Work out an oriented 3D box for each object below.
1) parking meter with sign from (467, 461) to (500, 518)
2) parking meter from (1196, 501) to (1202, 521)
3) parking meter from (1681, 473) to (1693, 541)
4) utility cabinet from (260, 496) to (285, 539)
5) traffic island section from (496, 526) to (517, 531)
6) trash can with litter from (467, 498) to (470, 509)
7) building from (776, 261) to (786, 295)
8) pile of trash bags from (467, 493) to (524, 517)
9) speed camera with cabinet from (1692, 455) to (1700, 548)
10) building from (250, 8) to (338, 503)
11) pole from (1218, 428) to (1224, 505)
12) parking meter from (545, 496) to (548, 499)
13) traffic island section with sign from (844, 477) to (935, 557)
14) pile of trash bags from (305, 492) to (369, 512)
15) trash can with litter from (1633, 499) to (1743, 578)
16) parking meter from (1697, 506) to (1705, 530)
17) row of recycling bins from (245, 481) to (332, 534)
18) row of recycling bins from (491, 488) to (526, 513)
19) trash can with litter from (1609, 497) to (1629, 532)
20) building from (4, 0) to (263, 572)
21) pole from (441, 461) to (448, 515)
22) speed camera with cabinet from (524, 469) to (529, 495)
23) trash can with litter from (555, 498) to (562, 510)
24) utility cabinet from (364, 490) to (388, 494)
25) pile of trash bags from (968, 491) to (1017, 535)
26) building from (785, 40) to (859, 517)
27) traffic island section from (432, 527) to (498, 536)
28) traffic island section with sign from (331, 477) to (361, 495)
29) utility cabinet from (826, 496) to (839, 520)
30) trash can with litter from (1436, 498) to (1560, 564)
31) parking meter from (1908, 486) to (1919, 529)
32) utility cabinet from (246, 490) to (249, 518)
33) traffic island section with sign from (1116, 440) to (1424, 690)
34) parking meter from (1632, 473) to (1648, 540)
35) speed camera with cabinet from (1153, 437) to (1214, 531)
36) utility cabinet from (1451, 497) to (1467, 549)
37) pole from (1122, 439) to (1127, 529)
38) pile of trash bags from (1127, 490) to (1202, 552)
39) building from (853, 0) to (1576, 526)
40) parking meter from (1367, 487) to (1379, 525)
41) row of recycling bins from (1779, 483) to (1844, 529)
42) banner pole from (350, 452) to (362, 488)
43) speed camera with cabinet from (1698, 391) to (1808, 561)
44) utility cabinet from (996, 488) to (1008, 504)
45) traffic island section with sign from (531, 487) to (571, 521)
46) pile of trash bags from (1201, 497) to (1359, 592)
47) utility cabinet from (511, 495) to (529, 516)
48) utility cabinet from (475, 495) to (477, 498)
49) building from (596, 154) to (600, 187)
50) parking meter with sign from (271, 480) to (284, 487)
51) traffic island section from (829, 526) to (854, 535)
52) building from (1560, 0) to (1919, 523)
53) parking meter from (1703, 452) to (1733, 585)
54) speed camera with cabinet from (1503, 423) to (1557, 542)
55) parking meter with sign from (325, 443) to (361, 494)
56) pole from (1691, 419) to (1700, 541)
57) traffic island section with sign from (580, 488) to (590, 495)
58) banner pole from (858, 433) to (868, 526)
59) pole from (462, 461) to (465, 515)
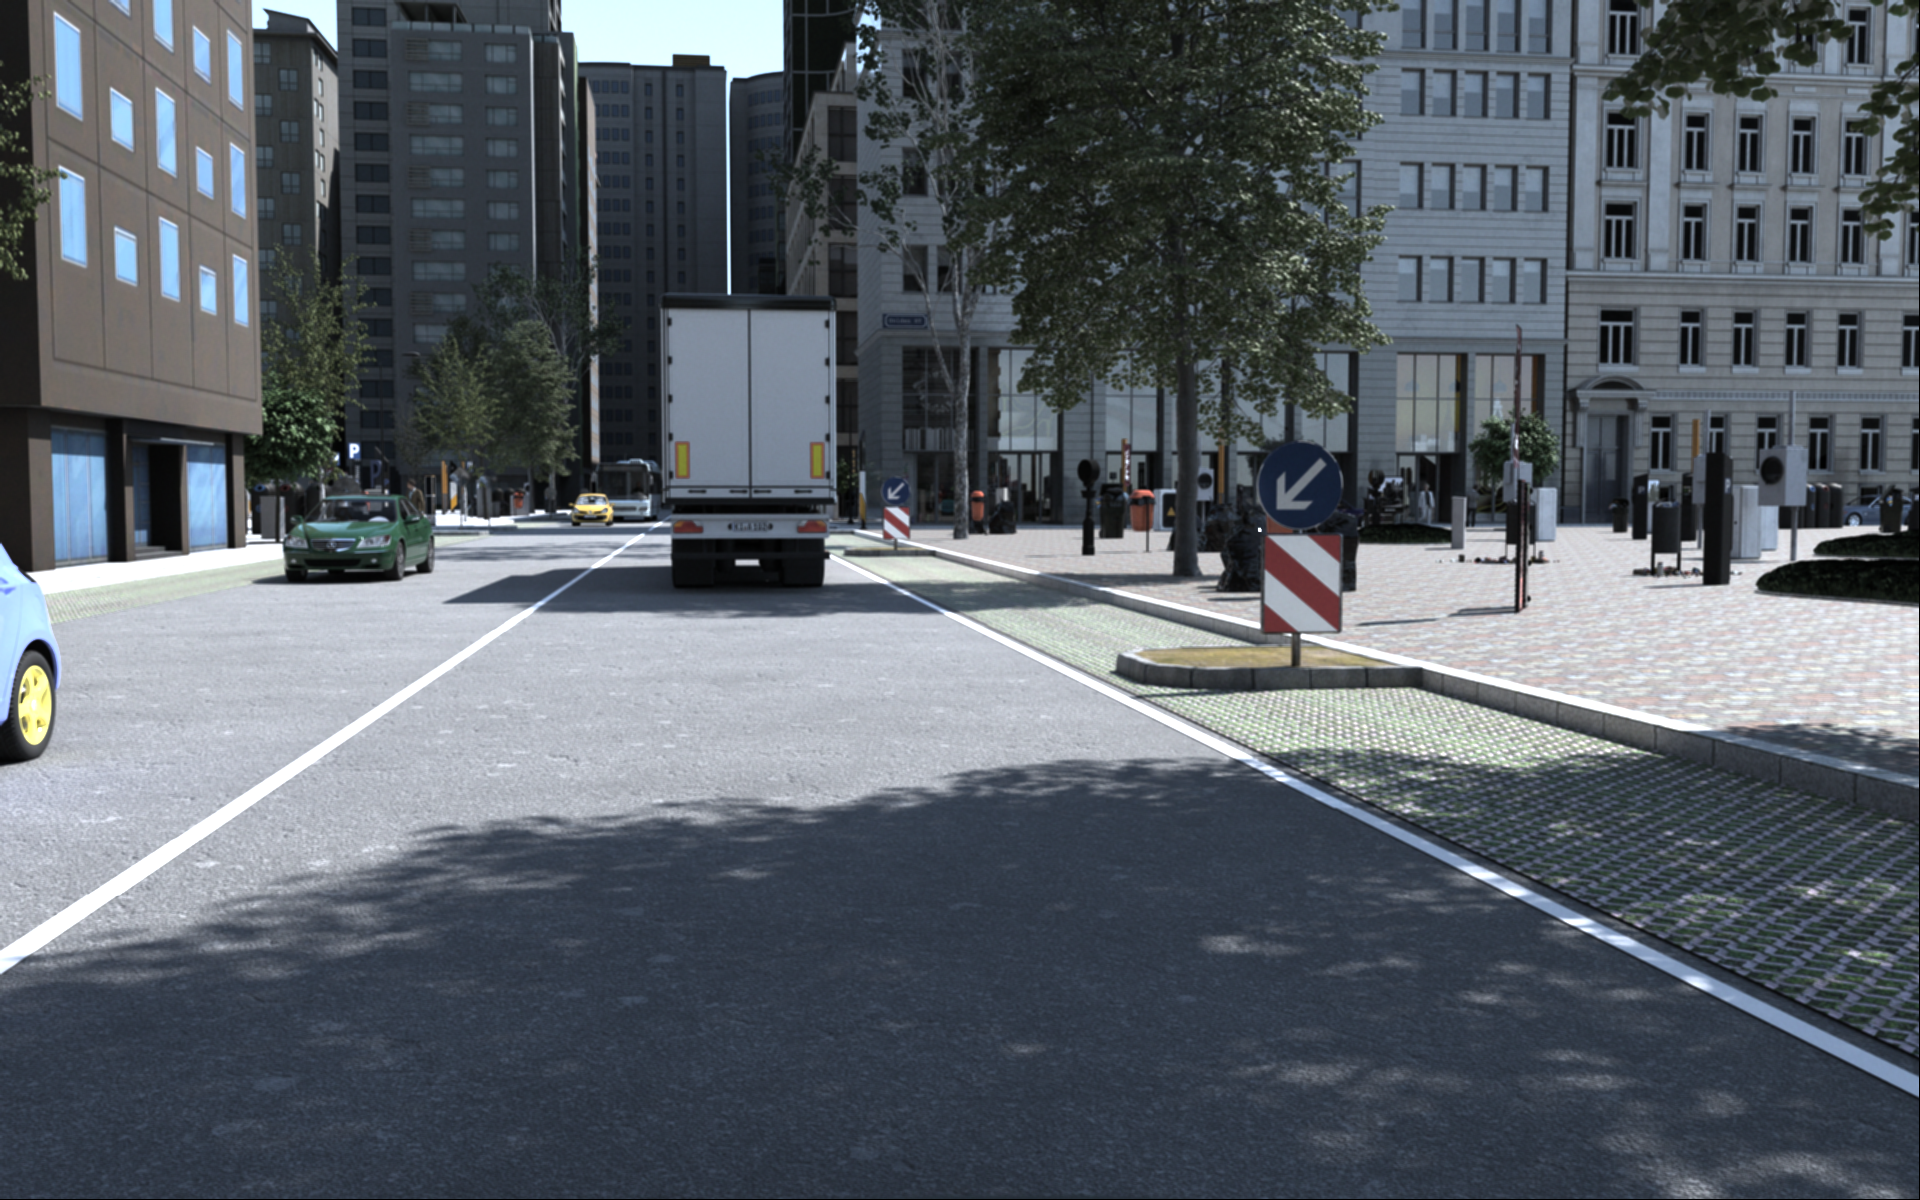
[{"bbox_3d":[-25.557,-5.919,93.035,0.543,3.016,1.738,3,5,39],"label":"parking meter with sign"},{"bbox_3d":[8.829,-3.562,63.951,0.255,1.863,0.399,0,4,-7],"label":"parking meter"},{"bbox_3d":[19.805,-2.538,47.202,0.255,1.863,0.399,1,4,22],"label":"parking meter"},{"bbox_3d":[-19.780,-2.367,49.863,1.020,1.237,0.306,3,5,45],"label":"utility cabinet"},{"bbox_3d":[-18.597,-2.819,68.373,2.009,0.180,2.903,-1,4,-8],"label":"traffic island section"},{"bbox_3d":[-31.809,-6.168,112.227,1.055,1.170,0.624,1,4,9],"label":"trash can with litter"},{"bbox_3d":[-8.061,-18.852,137.901,12.332,23.373,15.834,-1,4,-8],"label":"building"},{"bbox_3d":[-26.529,-5.489,99.489,1.912,1.369,3.447,3,4,37],"label":"pile of trash bags"},{"bbox_3d":[17.922,-2.794,40.018,0.660,3.252,2.038,-1,4,-23],"label":"speed camera with cabinet"},{"bbox_3d":[-83.486,-37.124,196.215,27.495,52.752,28.713,-1,4,-8],"label":"building"},{"bbox_3d":[8.032,-3.637,53.301,0.158,3.312,0.155,0,3,0],"label":"pole"},{"bbox_3d":[-29.869,-7.157,125.426,0.372,1.533,0.369,0,3,0],"label":"parking meter"},{"bbox_3d":[-1.679,-1.940,40.354,1.989,1.847,2.006,-1,4,-8],"label":"traffic island section with sign"},{"bbox_3d":[-27.631,-4.066,76.239,3.447,1.369,1.912,0,4,0],"label":"pile of trash bags"},{"bbox_3d":[11.601,-1.003,27.464,2.233,1.210,1.678,-1,4,-18],"label":"trash can with litter"},{"bbox_3d":[26.501,-3.264,61.773,0.372,1.533,0.369,0,3,0],"label":"parking meter"},{"bbox_3d":[-21.904,-2.960,55.511,3.534,1.692,1.069,0,4,-1],"label":"row of recycling bins"},{"bbox_3d":[-30.745,-6.694,116.560,1.069,1.692,3.534,3,5,40],"label":"row of recycling bins"},{"bbox_3d":[22.159,-2.863,58.193,0.624,1.170,1.055,2,4,25],"label":"trash can with litter"},{"bbox_3d":[-22.634,-23.395,32.622,14.600,45.320,14.200,-1,4,-8],"label":"building"},{"bbox_3d":[-31.682,-6.872,106.207,0.158,3.312,0.155,0,3,0],"label":"pole"},{"bbox_3d":[-35.306,-8.849,139.021,2.038,3.252,0.660,0,4,-6],"label":"speed camera with cabinet"},{"bbox_3d":[-32.064,-7.688,137.090,1.055,1.170,0.624,-3,5,-45],"label":"trash can with litter"},{"bbox_3d":[-29.722,-4.859,88.129,1.173,1.500,0.318,1,4,13],"label":"utility cabinet"},{"bbox_3d":[0.804,-2.801,55.545,1.912,1.369,3.447,1,4,9],"label":"pile of trash bags"},{"bbox_3d":[-0.906,-18.883,113.248,19.350,26.468,34.151,-1,4,-8],"label":"building"},{"bbox_3d":[-17.428,-2.336,60.473,2.009,0.180,2.903,-1,4,-8],"label":"traffic island section"},{"bbox_3d":[-13.986,-1.880,39.368,1.989,1.847,2.006,-1,4,-8],"label":"traffic island section with sign"},{"bbox_3d":[-6.469,-4.684,87.739,0.306,1.237,1.020,-2,4,-27],"label":"utility cabinet"},{"bbox_3d":[10.107,-1.311,32.491,2.233,1.210,1.678,1,4,17],"label":"trash can with litter"},{"bbox_3d":[27.083,-2.487,49.069,0.372,1.533,0.369,0,3,0],"label":"parking meter"},{"bbox_3d":[-38.596,-5.142,92.744,1.173,1.500,0.318,2,4,30],"label":"utility cabinet"},{"bbox_3d":[2.297,-0.301,13.549,1.989,1.847,2.006,-1,4,-8],"label":"traffic island section with sign"},{"bbox_3d":[19.186,-2.641,48.897,0.399,1.863,0.255,1,4,10],"label":"parking meter"},{"bbox_3d":[7.737,-4.014,59.966,2.038,3.252,0.660,-1,4,-16],"label":"speed camera with cabinet"},{"bbox_3d":[11.742,-1.809,40.736,0.306,1.237,1.020,1,4,19],"label":"utility cabinet"},{"bbox_3d":[6.092,-4.305,64.224,0.158,3.312,0.155,0,3,0],"label":"pole"},{"bbox_3d":[5.330,-1.785,38.943,3.447,1.369,1.912,-2,4,-24],"label":"pile of trash bags"},{"bbox_3d":[10.601,-18.326,77.118,29.804,29.767,11.434,-1,4,-8],"label":"building"},{"bbox_3d":[14.361,-3.170,60.245,0.372,1.533,0.369,0,3,0],"label":"parking meter"},{"bbox_3d":[31.863,-3.535,64.903,3.534,1.692,1.069,-2,4,-34],"label":"row of recycling bins"},{"bbox_3d":[-31.381,-6.105,89.839,0.863,3.779,0.401,1,4,12],"label":"banner pole"},{"bbox_3d":[15.515,-2.415,33.817,0.660,3.252,2.038,-1,4,-20],"label":"speed camera with cabinet"},{"bbox_3d":[1.444,-3.173,60.558,0.318,1.500,1.173,0,4,7],"label":"utility cabinet"},{"bbox_3d":[-21.883,-5.146,92.759,1.989,1.847,2.006,-1,4,-8],"label":"traffic island section with sign"},{"bbox_3d":[4.291,-0.800,22.833,1.912,1.369,3.447,1,4,12],"label":"pile of trash bags"},{"bbox_3d":[-25.837,-5.536,101.672,1.020,1.237,0.306,-2,4,-28],"label":"utility cabinet"},{"bbox_3d":[-35.599,-7.208,129.019,1.020,1.237,0.306,-2,4,-33],"label":"utility cabinet"},{"bbox_3d":[-55.641,-33.586,203.754,28.867,44.769,22.147,-1,4,-8],"label":"building"},{"bbox_3d":[-35.614,-5.757,90.393,0.543,3.016,1.738,3,5,40],"label":"parking meter with sign"},{"bbox_3d":[-4.921,-2.448,62.314,2.009,0.180,2.903,-1,4,-8],"label":"traffic island section"},{"bbox_3d":[35.060,-18.132,82.366,20.117,28.700,13.634,-1,4,-8],"label":"building"},{"bbox_3d":[10.739,-1.151,24.534,0.399,1.863,0.255,-3,5,-45],"label":"parking meter"},{"bbox_3d":[15.703,-3.265,47.726,0.660,3.252,2.038,-1,4,-10],"label":"speed camera with cabinet"},{"bbox_3d":[-21.419,-3.870,59.542,1.738,3.016,0.543,2,4,28],"label":"parking meter with sign"},{"bbox_3d":[20.110,-3.276,47.407,0.158,3.312,0.155,0,3,0],"label":"pole"},{"bbox_3d":[-25.861,-6.791,119.664,1.989,1.847,2.006,-1,4,-8],"label":"traffic island section with sign"},{"bbox_3d":[-3.913,-4.926,70.555,0.401,3.779,0.863,0,4,7],"label":"banner pole"},{"bbox_3d":[-30.833,-6.953,107.530,0.158,3.312,0.155,0,3,0],"label":"pole"}]
